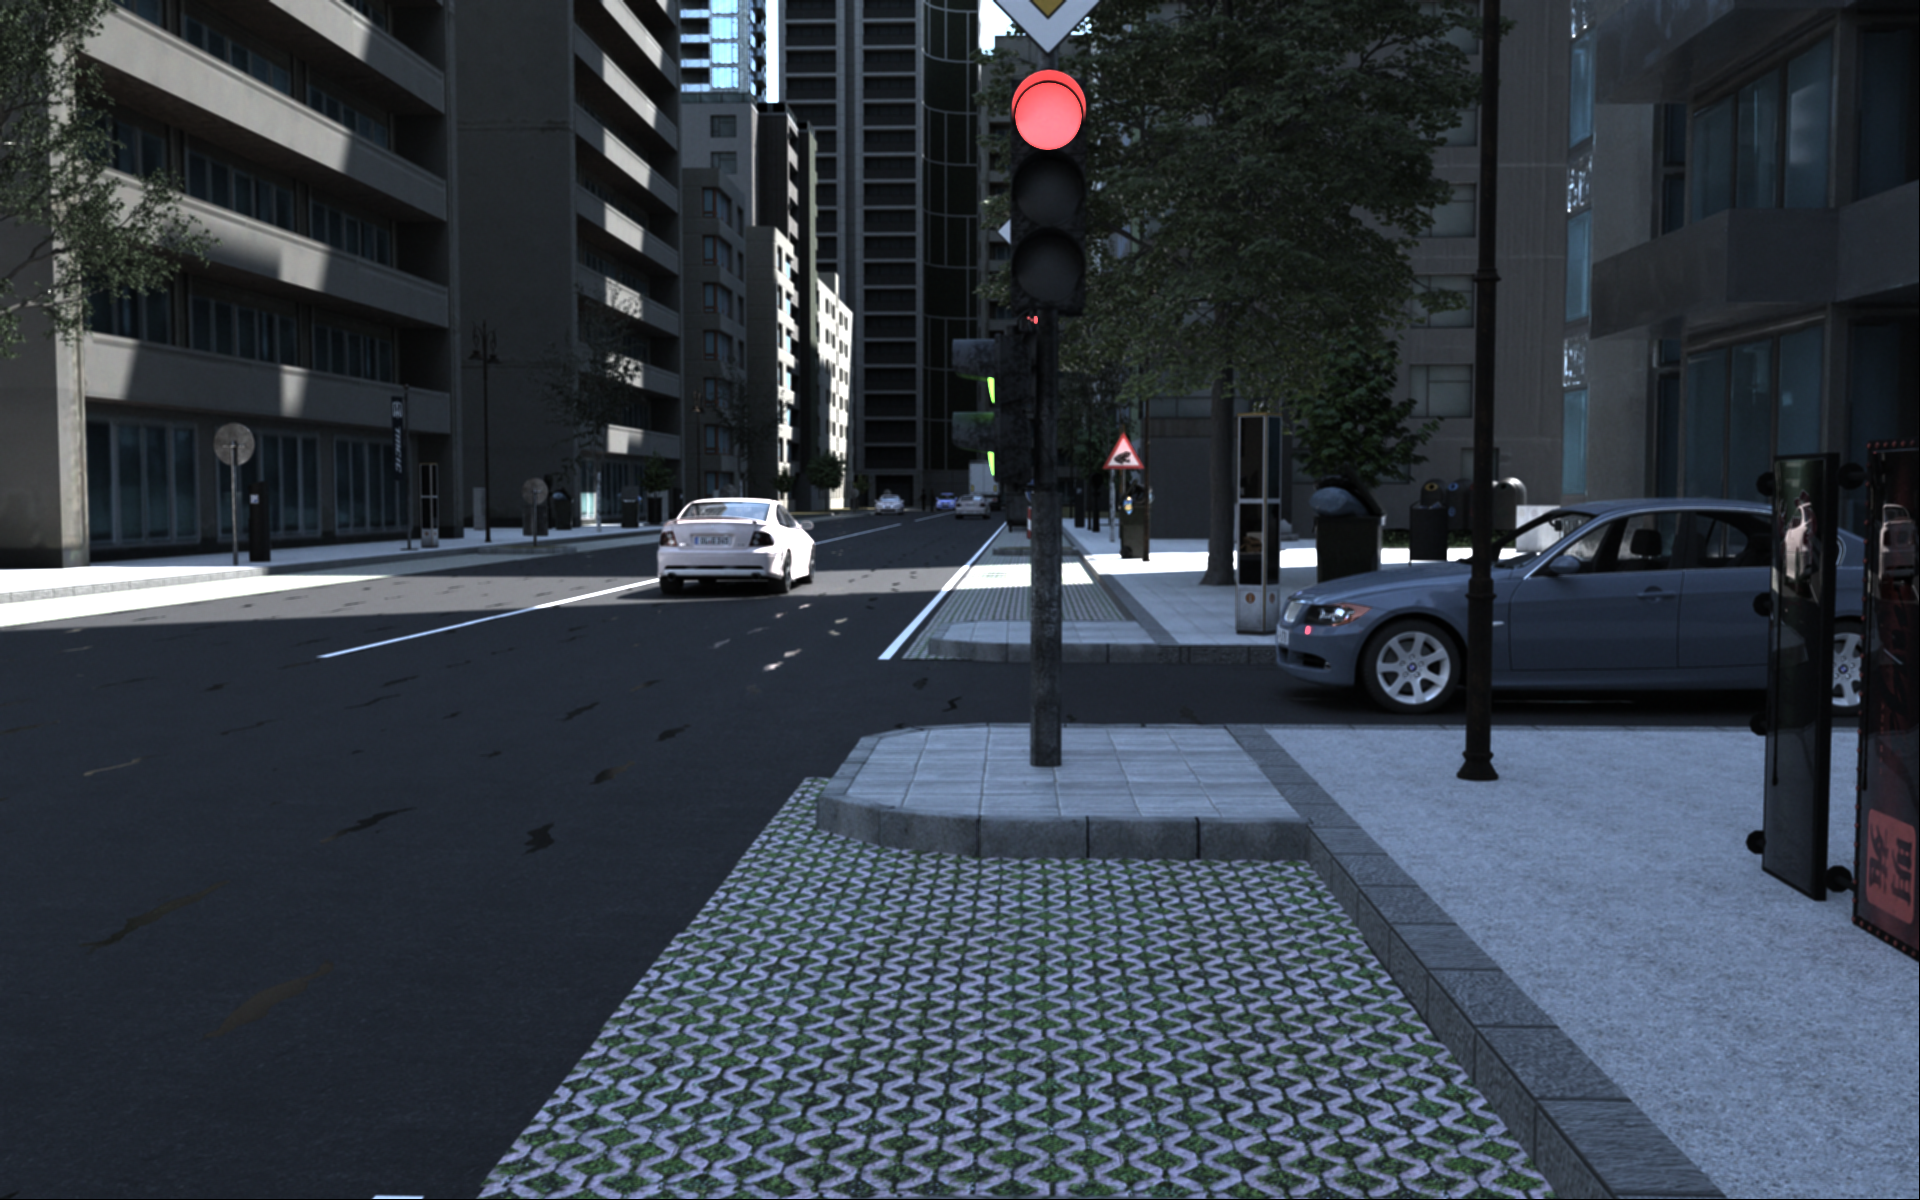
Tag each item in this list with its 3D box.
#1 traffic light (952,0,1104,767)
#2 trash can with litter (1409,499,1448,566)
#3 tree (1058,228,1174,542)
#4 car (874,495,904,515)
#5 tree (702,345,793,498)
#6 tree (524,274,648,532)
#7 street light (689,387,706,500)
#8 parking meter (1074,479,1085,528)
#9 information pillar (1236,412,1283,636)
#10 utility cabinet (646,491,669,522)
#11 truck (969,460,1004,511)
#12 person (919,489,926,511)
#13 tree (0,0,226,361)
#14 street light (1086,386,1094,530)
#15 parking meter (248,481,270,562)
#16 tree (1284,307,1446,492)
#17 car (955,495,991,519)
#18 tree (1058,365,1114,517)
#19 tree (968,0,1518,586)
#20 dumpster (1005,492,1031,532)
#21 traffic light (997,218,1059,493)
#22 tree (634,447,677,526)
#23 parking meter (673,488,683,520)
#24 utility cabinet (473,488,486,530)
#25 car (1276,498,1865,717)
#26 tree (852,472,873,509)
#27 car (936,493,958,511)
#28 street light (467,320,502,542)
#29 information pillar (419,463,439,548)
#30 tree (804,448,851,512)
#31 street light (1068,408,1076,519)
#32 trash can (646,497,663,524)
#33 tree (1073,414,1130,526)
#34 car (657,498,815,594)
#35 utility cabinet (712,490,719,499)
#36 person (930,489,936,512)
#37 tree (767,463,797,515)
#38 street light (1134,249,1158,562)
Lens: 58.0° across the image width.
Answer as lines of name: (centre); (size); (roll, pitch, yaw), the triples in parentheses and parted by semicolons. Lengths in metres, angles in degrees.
traffic light: (0.388, -1.173, 8.094); (0.839, 4.253, 0.868); (0, 4, 2)
trash can with litter: (6.972, -0.806, 24.238); (2.233, 1.210, 1.678); (0, 4, 8)
tree: (3.890, -5.848, 45.978); (4.360, 8.622, 3.978); (0, 3, 0)
car: (-4.900, -6.634, 120.833); (2.083, 1.381, 4.827); (0, 4, 1)
tree: (-10.705, -8.323, 86.449); (4.360, 8.622, 3.978); (0, 3, 0)
tree: (-12.293, -6.596, 58.207); (4.360, 8.622, 3.978); (0, 3, 0)
street light: (-11.312, -6.248, 74.945); (0.468, 5.910, 1.993); (0, 4, 2)
parking meter: (4.583, -3.719, 66.509); (0.399, 1.863, 0.255); (1, 4, 14)
information pillar: (2.729, -0.693, 15.818); (0.304, 2.012, 0.304); (3, 4, 38)
utility cabinet: (-13.628, -4.243, 78.050); (0.318, 1.500, 1.173); (2, 4, 31)
truck: (2.264, -9.815, 149.389); (2.839, 4.237, 11.283); (0, 4, 3)
person: (-3.094, -8.366, 144.917); (0.705, 1.869, 1.348); (2, 4, 24)
tree: (-14.479, -5.507, 24.455); (8.767, 10.594, 7.601); (1, 4, 16)
street light: (4.638, -5.446, 61.836); (0.468, 5.910, 1.993); (0, 4, 2)
parking meter: (-13.313, -1.497, 32.892); (0.372, 1.533, 0.369); (0, 3, 0)
tree: (4.222, -1.433, 18.037); (1.663, 3.219, 1.824); (0, 3, 0)
car: (0.744, -5.370, 100.168); (2.083, 1.381, 4.827); (0, 4, 4)
tree: (6.569, -8.982, 97.216); (4.737, 8.622, 4.395); (0, 3, 0)
tree: (3.767, -6.508, 24.539); (7.486, 12.596, 7.792); (0, 3, 0)
dumpster: (2.599, -3.462, 64.824); (1.865, 1.857, 1.264); (0, 4, 3)
traffic light: (0.719, -1.661, 16.072); (0.839, 4.253, 0.868); (0, 4, 2)
tree: (-12.552, -4.659, 70.771); (1.663, 3.219, 1.824); (0, 3, 0)
parking meter: (-11.217, -3.696, 68.839); (0.372, 1.533, 0.369); (0, 3, 0)
utility cabinet: (-17.067, -3.243, 61.705); (0.318, 1.500, 1.173); (0, 4, -5)
car: (4.464, 0.001, 11.983); (4.499, 1.417, 2.014); (0, 4, 2)
tree: (-8.554, -9.422, 148.649); (1.663, 3.219, 1.824); (0, 3, 0)
car: (-1.127, -8.716, 152.094); (1.945, 1.707, 3.694); (0, 4, 4)
street light: (-12.603, -4.483, 46.078); (0.468, 5.910, 1.993); (0, 4, 2)
information pillar: (-12.675, -2.255, 41.355); (0.304, 2.012, 0.304); (1, 4, 12)
tree: (-9.472, -8.560, 123.670); (4.285, 4.588, 4.351); (0, 3, 0)
street light: (5.827, -7.213, 90.721); (0.468, 5.910, 1.993); (0, 4, 2)
trash can: (-13.212, -3.872, 74.954); (0.748, 1.137, 0.748); (0, 3, 0)
tree: (6.122, -5.341, 71.031); (4.285, 4.588, 4.351); (0, 3, 0)
car: (-3.334, -0.854, 26.325); (2.083, 1.381, 4.827); (0, 4, 2)
utility cabinet: (-12.337, -4.812, 87.352); (0.318, 1.500, 1.173); (-1, 4, -11)
person: (-2.193, -7.948, 138.476); (0.705, 1.821, 1.348); (1, 4, 13)
tree: (-10.675, -6.806, 105.873); (1.663, 3.219, 1.824); (0, 3, 0)
street light: (3.531, -3.662, 32.658); (0.468, 5.910, 1.993); (0, 4, 2)
